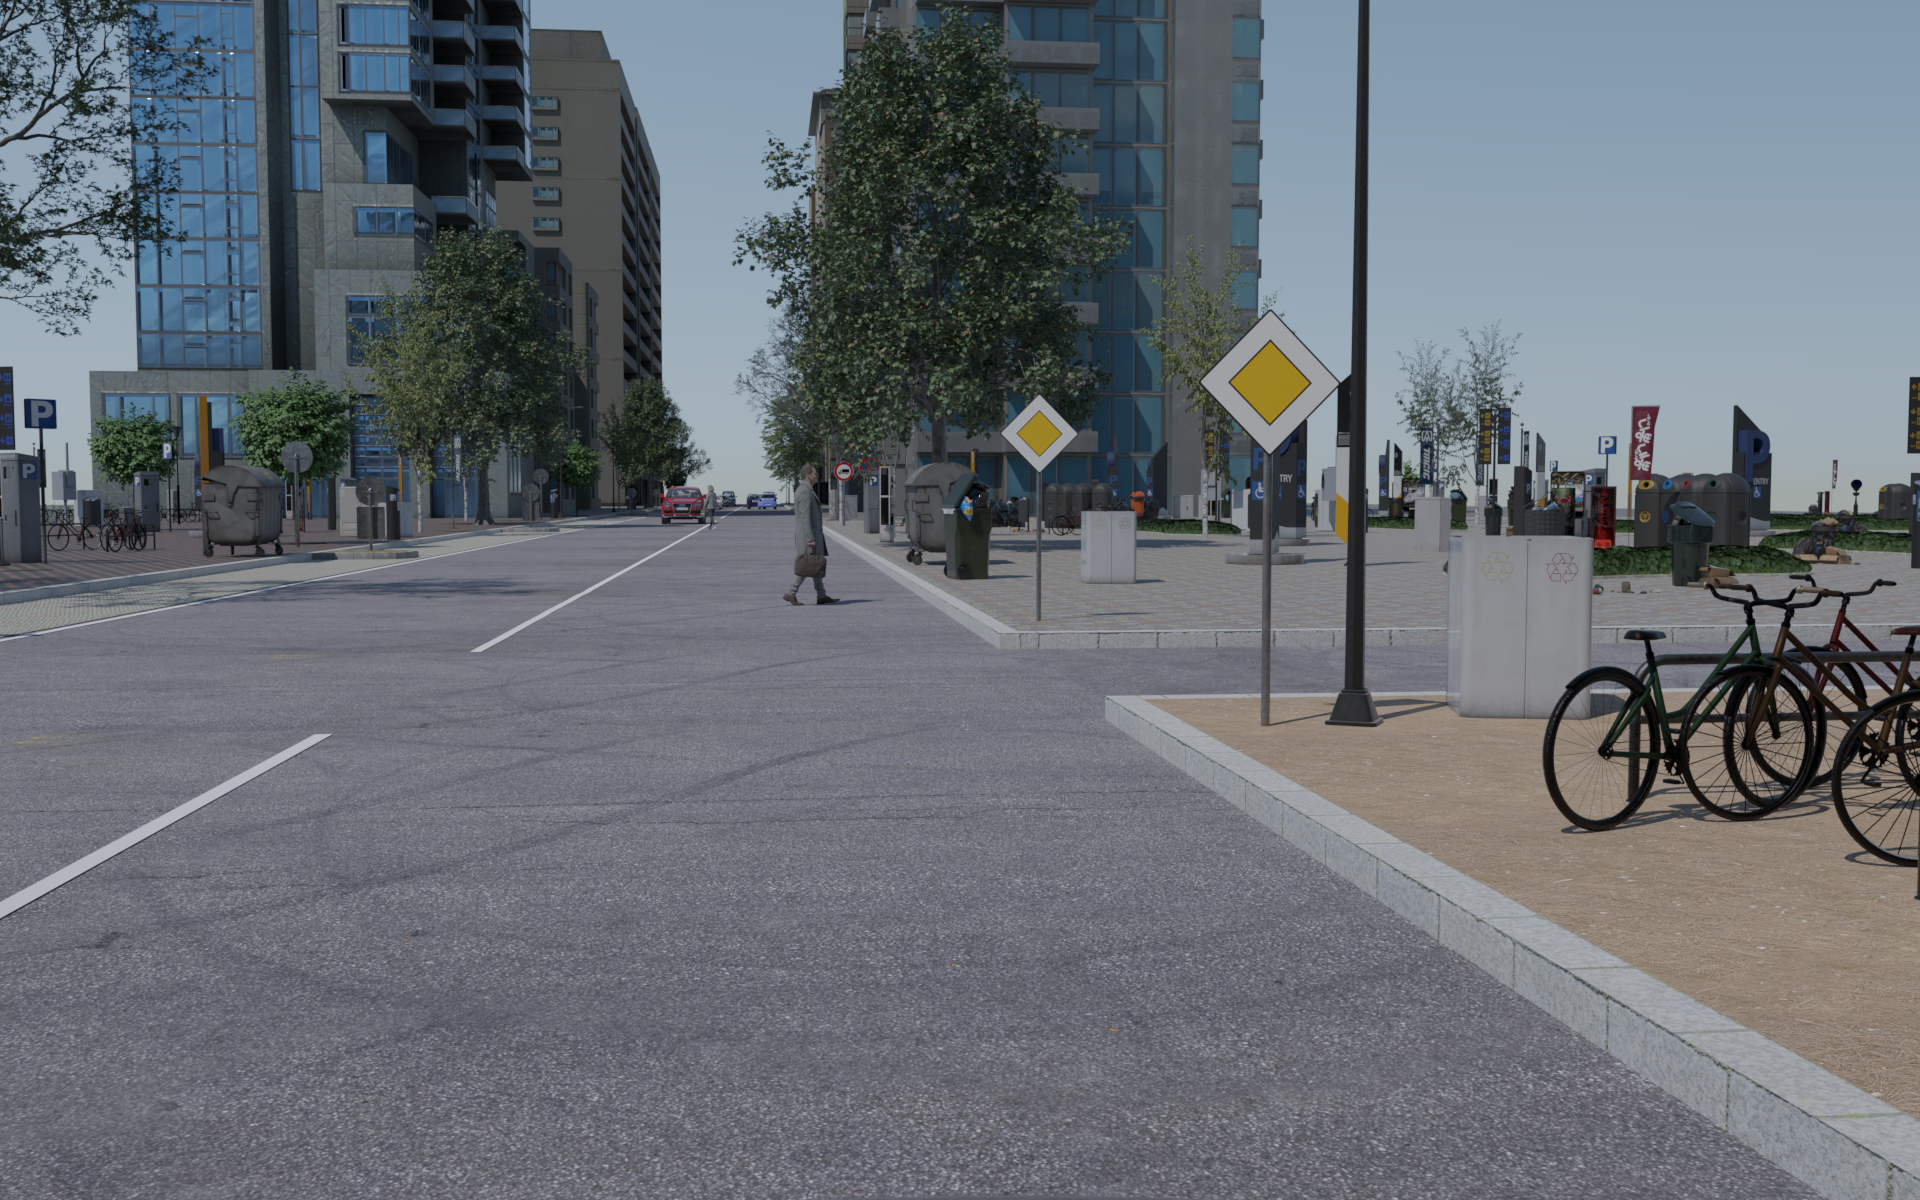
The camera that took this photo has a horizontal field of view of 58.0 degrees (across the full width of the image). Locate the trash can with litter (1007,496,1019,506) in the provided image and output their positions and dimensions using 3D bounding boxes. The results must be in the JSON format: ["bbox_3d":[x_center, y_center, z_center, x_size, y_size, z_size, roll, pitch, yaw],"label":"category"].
[{"bbox_3d":[2.731,-4.347,82.465,0.624,1.170,1.055,2,4,33],"label":"trash can with litter"}]

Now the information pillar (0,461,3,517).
[{"bbox_3d":[-21.328,-2.095,38.747,0.304,2.012,0.304,3,5,40],"label":"information pillar"}]

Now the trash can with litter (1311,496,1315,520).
[{"bbox_3d":[17.803,-4.518,85.258,0.624,1.170,1.055,-3,4,-36],"label":"trash can with litter"}]

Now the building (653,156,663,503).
[{"bbox_3d":[-50.777,-37.000,228.648,21.300,48.544,21.600,0,4,-6],"label":"building"}]

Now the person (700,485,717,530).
[{"bbox_3d":[-9.973,-3.693,69.065,0.728,1.800,0.709,3,5,44],"label":"person"}]

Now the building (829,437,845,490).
[{"bbox_3d":[-7.389,-25.503,188.677,14.160,30.474,14.107,0,4,-6],"label":"building"}]

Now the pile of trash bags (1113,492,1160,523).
[{"bbox_3d":[6.824,-3.524,67.375,1.912,1.369,3.447,0,4,-1],"label":"pile of trash bags"}]

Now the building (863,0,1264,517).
[{"bbox_3d":[5.518,-29.899,108.450,23.786,49.044,30.456,0,4,-6],"label":"building"}]

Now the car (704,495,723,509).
[{"bbox_3d":[-23.308,-9.202,162.806,2.083,1.381,4.827,0,4,-7],"label":"car"}]

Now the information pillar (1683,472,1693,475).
[{"bbox_3d":[24.689,-3.321,58.792,0.304,2.012,0.304,2,4,32],"label":"information pillar"}]

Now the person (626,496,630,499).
[{"bbox_3d":[-32.706,-9.962,171.244,0.599,1.838,0.709,3,5,44],"label":"person"}]

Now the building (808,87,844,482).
[{"bbox_3d":[-4.793,-38.813,223.823,28.713,52.752,27.495,0,4,-6],"label":"building"}]

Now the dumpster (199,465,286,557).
[{"bbox_3d":[-14.800,-1.835,35.754,1.264,1.857,1.865,0,4,-6],"label":"dumpster"}]

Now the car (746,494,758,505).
[{"bbox_3d":[-27.089,-13.363,227.287,1.959,1.807,4.718,0,4,-5],"label":"car"}]

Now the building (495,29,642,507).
[{"bbox_3d":[-46.078,-34.334,185.057,21.300,48.544,21.600,0,4,-6],"label":"building"}]

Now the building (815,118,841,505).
[{"bbox_3d":[-9.071,-33.793,202.632,14.600,45.320,14.200,0,4,-6],"label":"building"}]

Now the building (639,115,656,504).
[{"bbox_3d":[-48.307,-35.645,206.502,21.300,48.544,21.600,0,4,-6],"label":"building"}]

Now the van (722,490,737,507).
[{"bbox_3d":[-26.351,-11.628,197.129,2.013,2.044,4.112,0,4,-7],"label":"van"}]

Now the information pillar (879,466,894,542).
[{"bbox_3d":[-1.950,-2.547,46.129,0.304,2.012,0.304,1,4,18],"label":"information pillar"}]

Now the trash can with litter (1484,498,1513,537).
[{"bbox_3d":[16.417,-2.513,52.469,1.055,1.170,0.624,2,4,24],"label":"trash can with litter"}]

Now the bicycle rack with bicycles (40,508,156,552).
[{"bbox_3d":[-19.427,-1.588,39.340,2.852,0.926,2.925,1,4,9],"label":"bicycle rack with bicycles"}]

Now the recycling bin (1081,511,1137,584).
[{"bbox_3d":[2.147,-0.764,25.038,0.722,1.027,0.722,0,4,-3],"label":"recycling bin"}]

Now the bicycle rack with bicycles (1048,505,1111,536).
[{"bbox_3d":[4.056,-2.512,54.451,2.925,0.926,2.852,-1,4,-10],"label":"bicycle rack with bicycles"}]

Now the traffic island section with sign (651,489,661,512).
[{"bbox_3d":[-24.813,-8.161,142.067,1.989,1.847,2.006,0,4,-6],"label":"traffic island section with sign"}]

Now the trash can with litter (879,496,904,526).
[{"bbox_3d":[-2.743,-3.517,68.565,2.233,1.210,1.678,-3,5,-42],"label":"trash can with litter"}]

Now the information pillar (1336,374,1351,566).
[{"bbox_3d":[6.947,-2.411,30.772,0.504,3.616,0.183,1,4,19],"label":"information pillar"}]

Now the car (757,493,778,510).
[{"bbox_3d":[-17.854,-9.224,160.395,1.945,1.707,3.694,0,4,-8],"label":"car"}]

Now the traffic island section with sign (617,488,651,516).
[{"bbox_3d":[-21.794,-6.523,115.281,1.989,1.847,2.006,0,4,-6],"label":"traffic island section with sign"}]

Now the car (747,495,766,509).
[{"bbox_3d":[-19.343,-9.315,164.873,1.945,1.354,3.894,0,4,-5],"label":"car"}]

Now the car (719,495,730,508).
[{"bbox_3d":[-25.567,-10.542,184.946,1.945,1.354,3.894,0,4,-7],"label":"car"}]

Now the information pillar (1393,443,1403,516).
[{"bbox_3d":[20.025,-5.376,79.254,0.183,3.616,0.504,-2,4,-30],"label":"information pillar"}]

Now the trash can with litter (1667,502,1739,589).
[{"bbox_3d":[10.295,-0.765,23.901,0.624,1.170,1.055,-1,4,-22],"label":"trash can with litter"}]

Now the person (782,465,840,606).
[{"bbox_3d":[-1.920,-0.841,22.355,0.767,1.812,0.694,-1,4,-9],"label":"person"}]

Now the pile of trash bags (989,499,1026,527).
[{"bbox_3d":[0.719,-3.500,66.970,3.447,1.369,1.912,-1,4,-23],"label":"pile of trash bags"}]

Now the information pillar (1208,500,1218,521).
[{"bbox_3d":[9.601,-3.749,65.793,0.304,2.012,0.304,-1,4,-16],"label":"information pillar"}]

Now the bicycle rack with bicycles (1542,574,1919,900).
[{"bbox_3d":[3.624,0.418,6.556,2.925,0.926,2.852,0,4,-7],"label":"bicycle rack with bicycles"}]

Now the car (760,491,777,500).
[{"bbox_3d":[-25.827,-13.776,233.915,2.281,1.827,5.304,0,4,-7],"label":"car"}]

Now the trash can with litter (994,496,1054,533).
[{"bbox_3d":[2.283,-2.859,57.801,1.678,1.210,2.233,-2,4,-35],"label":"trash can with litter"}]

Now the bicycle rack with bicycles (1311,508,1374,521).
[{"bbox_3d":[17.584,-4.068,79.889,2.925,0.926,2.852,0,4,7],"label":"bicycle rack with bicycles"}]

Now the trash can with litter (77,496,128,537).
[{"bbox_3d":[-26.107,-2.564,52.987,1.678,1.210,2.233,3,4,37],"label":"trash can with litter"}]

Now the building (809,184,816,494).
[{"bbox_3d":[-14.127,-36.347,244.378,14.600,45.320,14.200,0,4,-6],"label":"building"}]

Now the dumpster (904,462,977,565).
[{"bbox_3d":[-0.335,-1.592,31.781,1.264,1.857,1.865,0,4,-7],"label":"dumpster"}]

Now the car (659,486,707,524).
[{"bbox_3d":[-13.361,-4.599,83.872,2.281,1.827,5.304,0,4,-7],"label":"car"}]

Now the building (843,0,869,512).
[{"bbox_3d":[-1.809,-27.357,130.878,14.154,41.232,14.086,0,4,-6],"label":"building"}]

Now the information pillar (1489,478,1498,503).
[{"bbox_3d":[25.129,-4.718,81.625,0.304,2.012,0.304,-2,4,-27],"label":"information pillar"}]

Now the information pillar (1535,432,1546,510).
[{"bbox_3d":[22.096,-4.565,65.985,0.504,3.616,0.183,-2,4,-35],"label":"information pillar"}]

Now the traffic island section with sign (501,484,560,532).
[{"bbox_3d":[-16.183,-3.469,65.344,1.989,1.847,2.006,0,4,-6],"label":"traffic island section with sign"}]

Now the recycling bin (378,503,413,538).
[{"bbox_3d":[-16.685,-2.365,51.228,0.722,1.027,0.722,2,4,32],"label":"recycling bin"}]

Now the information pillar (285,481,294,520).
[{"bbox_3d":[-32.909,-4.925,85.022,0.304,2.012,0.304,-1,4,-8],"label":"information pillar"}]

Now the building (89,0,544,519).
[{"bbox_3d":[-36.746,-48.346,103.127,22.319,86.520,31.000,0,4,-6],"label":"building"}]

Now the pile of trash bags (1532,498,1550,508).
[{"bbox_3d":[27.956,-4.483,83.057,1.912,1.369,3.447,0,4,-7],"label":"pile of trash bags"}]

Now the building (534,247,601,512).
[{"bbox_3d":[-43.416,-17.703,134.475,27.650,21.520,28.899,0,4,-6],"label":"building"}]

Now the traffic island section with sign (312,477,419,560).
[{"bbox_3d":[-13.177,-1.830,38.556,1.989,1.847,2.006,0,4,-6],"label":"traffic island section with sign"}]

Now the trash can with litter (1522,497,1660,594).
[{"bbox_3d":[7.995,-0.699,22.485,2.233,1.210,1.678,0,4,7],"label":"trash can with litter"}]
